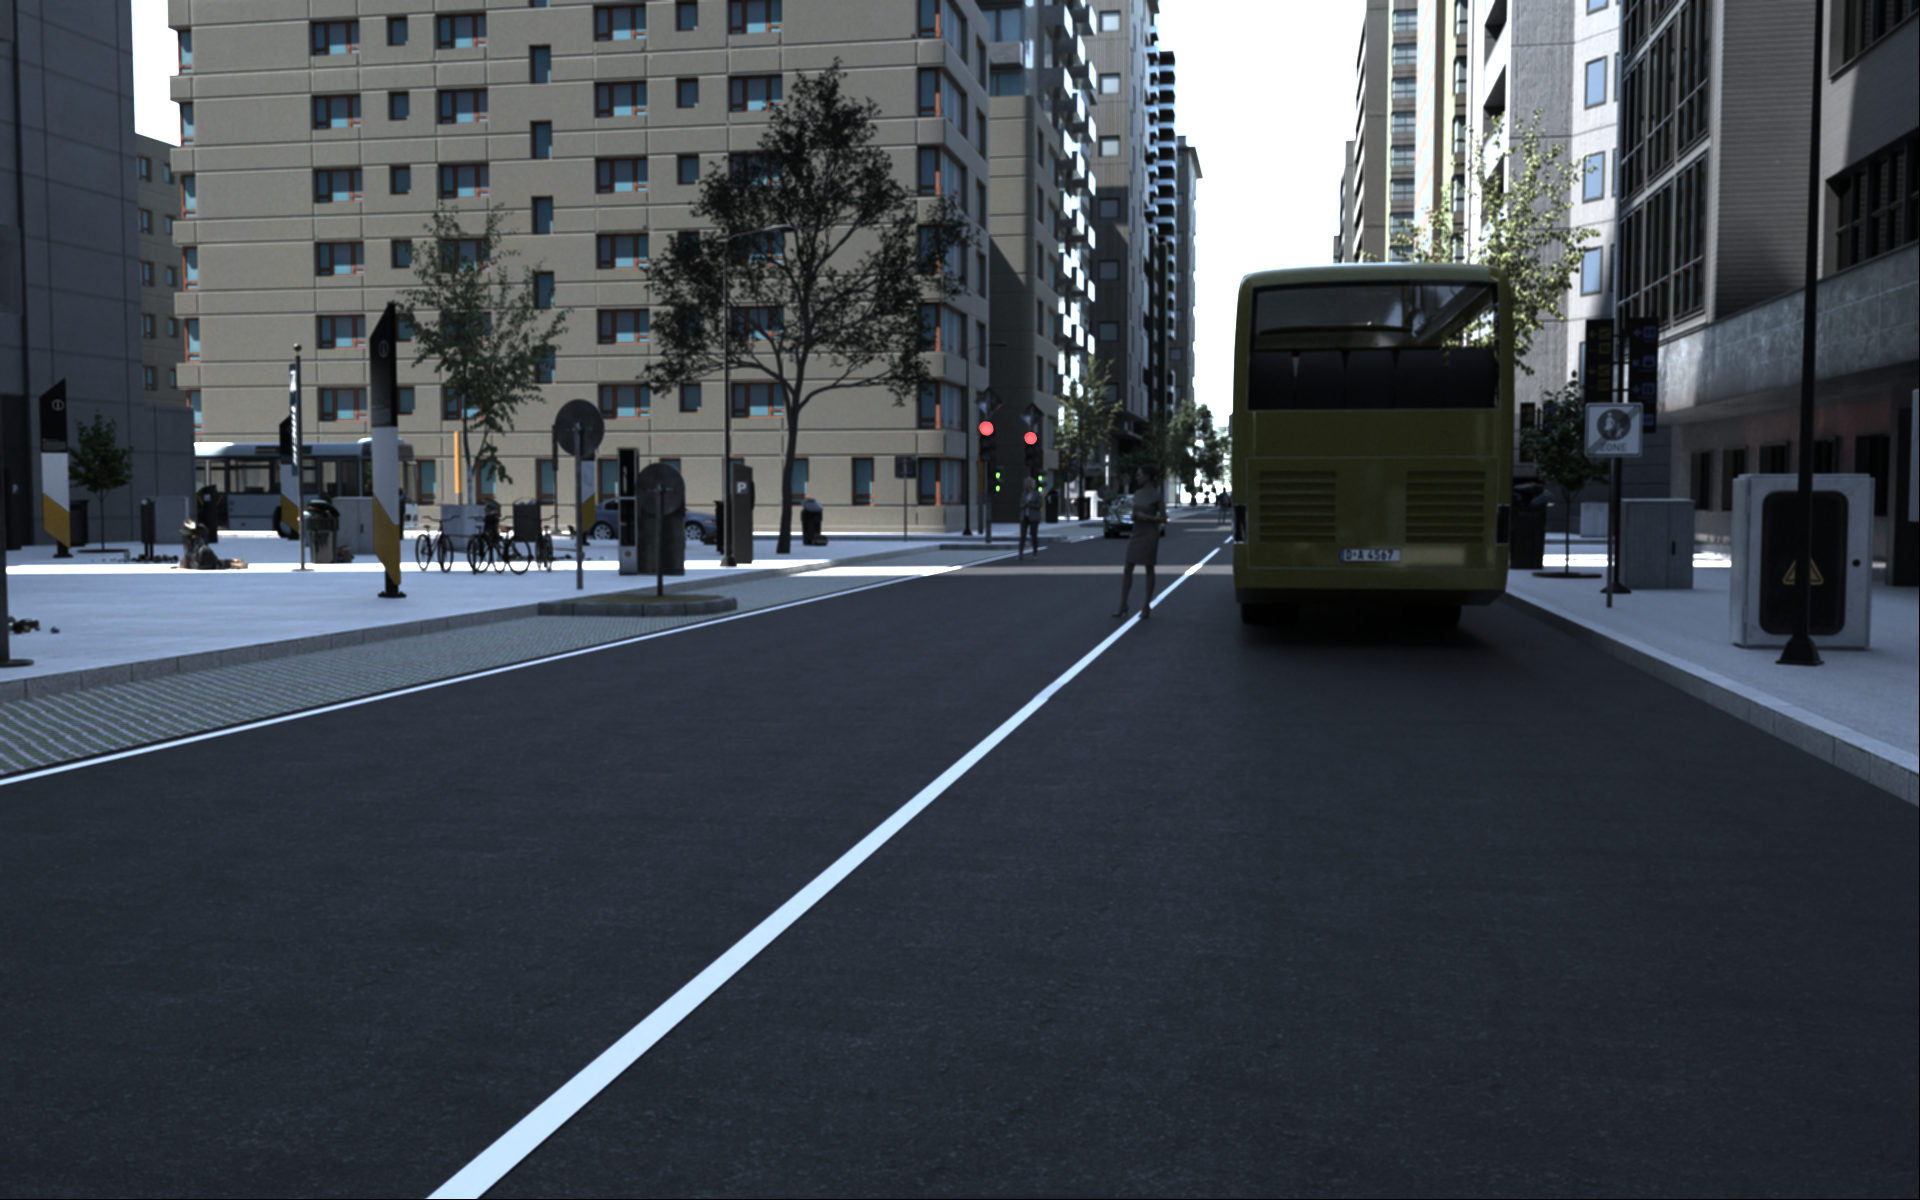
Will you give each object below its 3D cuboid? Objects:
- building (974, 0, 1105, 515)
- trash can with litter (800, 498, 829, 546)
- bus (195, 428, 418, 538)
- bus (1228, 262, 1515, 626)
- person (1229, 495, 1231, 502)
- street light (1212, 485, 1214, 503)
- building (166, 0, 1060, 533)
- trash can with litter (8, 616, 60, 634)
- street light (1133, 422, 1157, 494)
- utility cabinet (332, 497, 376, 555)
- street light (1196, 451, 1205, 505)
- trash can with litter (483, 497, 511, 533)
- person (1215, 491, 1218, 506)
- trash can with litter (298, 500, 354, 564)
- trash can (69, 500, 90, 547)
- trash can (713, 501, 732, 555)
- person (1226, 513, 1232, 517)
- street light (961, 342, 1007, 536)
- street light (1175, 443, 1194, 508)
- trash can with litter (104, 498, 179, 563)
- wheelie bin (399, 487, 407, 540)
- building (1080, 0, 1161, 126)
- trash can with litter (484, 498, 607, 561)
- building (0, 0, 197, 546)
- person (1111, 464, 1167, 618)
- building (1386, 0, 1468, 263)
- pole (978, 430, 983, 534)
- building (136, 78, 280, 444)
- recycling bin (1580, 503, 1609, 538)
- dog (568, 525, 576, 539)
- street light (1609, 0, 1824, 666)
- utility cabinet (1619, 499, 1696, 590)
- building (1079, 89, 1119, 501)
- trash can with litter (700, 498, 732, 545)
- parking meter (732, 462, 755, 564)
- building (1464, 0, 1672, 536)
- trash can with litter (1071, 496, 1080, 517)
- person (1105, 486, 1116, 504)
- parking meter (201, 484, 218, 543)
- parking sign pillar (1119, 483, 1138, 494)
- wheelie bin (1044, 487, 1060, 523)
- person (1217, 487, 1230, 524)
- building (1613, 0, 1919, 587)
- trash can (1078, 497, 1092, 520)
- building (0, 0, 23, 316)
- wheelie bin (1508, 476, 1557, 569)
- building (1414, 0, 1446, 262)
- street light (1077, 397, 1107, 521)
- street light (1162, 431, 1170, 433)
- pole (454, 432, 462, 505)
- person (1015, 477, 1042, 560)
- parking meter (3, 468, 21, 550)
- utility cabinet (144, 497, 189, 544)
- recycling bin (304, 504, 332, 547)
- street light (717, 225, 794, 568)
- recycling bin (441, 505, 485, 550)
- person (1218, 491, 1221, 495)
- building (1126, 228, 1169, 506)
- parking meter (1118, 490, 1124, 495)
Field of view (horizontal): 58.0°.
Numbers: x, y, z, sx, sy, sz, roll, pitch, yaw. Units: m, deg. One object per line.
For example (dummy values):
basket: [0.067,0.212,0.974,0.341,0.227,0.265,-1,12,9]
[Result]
building: [-3.495,-29.897,108.420,23.786,49.044,30.456,1,4,11]
trash can with litter: [-3.566,-1.947,43.218,0.624,1.170,1.055,-2,4,-28]
bus: [-22.639,-3.598,53.689,13.247,3.499,2.948,1,4,12]
bus: [4.758,-1.850,21.796,2.896,3.916,12.252,1,4,9]
person: [19.334,-6.946,121.837,0.659,1.850,0.755,3,4,38]
street light: [30.073,-14.537,210.222,1.470,5.913,1.316,1,4,11]
building: [-11.421,-13.911,72.480,27.650,21.520,28.899,1,4,11]
trash can with litter: [-9.139,-0.288,15.763,1.678,1.210,2.233,0,4,-6]
street light: [11.854,-8.564,112.568,1.470,5.913,1.316,1,4,11]
utility cabinet: [-12.812,-1.569,36.814,1.020,1.237,0.306,1,4,13]
street light: [25.800,-13.134,187.273,1.470,5.913,1.316,1,4,11]
trash can with litter: [-15.231,-2.794,57.077,1.055,1.170,0.624,2,4,32]
person: [27.204,-10.637,183.143,0.721,1.736,1.217,2,4,29]
trash can with litter: [-11.677,-1.259,31.974,0.624,1.170,1.055,1,4,9]
trash can: [-21.627,-1.873,42.279,0.748,1.137,0.748,0,3,0]
trash can: [-4.882,-1.544,36.898,0.748,1.137,0.748,0,3,0]
person: [12.637,-3.951,78.595,0.738,1.151,1.012,-1,4,-18]
street light: [0.760,-4.936,53.245,1.470,5.913,1.316,1,4,11]
street light: [20.282,-11.343,157.994,1.470,5.913,1.316,1,4,11]
trash can with litter: [-15.405,-1.329,32.783,1.678,1.210,2.233,-2,4,-35]
wheelie bin: [-15.923,-2.483,48.512,0.693,1.594,0.980,2,4,27]
building: [4.022,-35.370,167.537,28.713,52.752,27.495,1,4,11]
trash can with litter: [-8.042,-1.386,33.718,2.233,1.210,1.678,0,4,-6]
building: [-33.725,-36.747,39.059,20.611,71.187,20.563,1,4,11]
person: [2.085,-0.687,20.075,0.599,1.781,0.374,3,5,44]
building: [40.858,-27.749,137.289,14.154,41.232,14.086,1,4,11]
pole: [0.665,-3.765,55.408,0.158,3.312,0.155,0,3,0]
building: [-53.975,-14.557,83.046,28.899,21.520,27.650,1,4,11]
recycling bin: [18.652,-2.344,50.874,0.722,1.027,0.722,2,4,26]
dog: [-11.402,-1.976,51.601,0.406,0.507,0.540,1,4,10]
street light: [5.825,-2.476,13.029,1.470,5.913,1.316,1,4,11]
utility cabinet: [9.400,-0.750,23.428,1.020,1.237,0.306,-1,4,-11]
building: [-2.303,-27.546,142.265,32.217,40.220,23.993,1,4,11]
trash can with litter: [-6.095,-1.979,43.745,1.055,1.170,0.624,2,4,28]
parking meter: [-3.953,-1.584,31.615,0.399,1.863,0.255,0,4,0]
building: [32.683,-31.559,57.988,28.212,58.520,21.231,1,4,11]
trash can with litter: [6.443,-5.100,94.773,0.624,1.170,1.055,1,4,10]
person: [6.898,-4.346,79.808,0.600,1.795,0.529,0,4,8]
parking meter: [-19.649,-2.259,45.338,0.372,1.533,0.369,0,3,0]
parking sign pillar: [11.997,-8.244,123.260,1.447,3.967,1.447,1,4,21]
wheelie bin: [4.075,-4.188,76.377,0.693,1.594,0.980,0,4,4]
person: [12.775,-4.599,84.036,0.623,1.781,0.721,0,4,4]
building: [18.719,-12.465,22.870,14.314,24.678,30.058,1,4,11]
trash can: [6.212,-4.570,86.369,0.748,1.137,0.748,0,3,0]
building: [-23.956,-23.827,9.180,23.786,49.044,30.456,1,4,11]
wheelie bin: [9.720,-1.332,29.680,0.980,1.594,0.693,1,4,9]
building: [34.343,-27.612,101.569,14.600,45.320,14.200,1,4,11]
street light: [6.380,-6.777,83.337,1.470,5.913,1.316,1,4,11]
street light: [14.877,-9.537,128.472,1.470,5.913,1.316,1,4,11]
pole: [-16.480,-3.858,56.921,0.158,3.312,0.155,0,3,0]
person: [1.524,-1.774,37.681,0.537,1.800,0.526,2,4,35]
parking meter: [-21.661,-2.068,39.524,0.255,1.863,0.399,0,4,4]
utility cabinet: [-20.228,-2.020,44.185,1.020,1.237,0.306,0,4,-3]
recycling bin: [-15.549,-1.827,42.430,0.722,1.027,0.722,2,4,35]
street light: [-3.546,-3.523,30.138,1.470,5.913,1.316,1,4,11]
recycling bin: [-11.485,-1.681,40.031,0.722,1.027,0.722,2,4,25]
person: [32.147,-12.576,214.208,1.348,1.812,0.705,-3,5,-40]
building: [14.996,-25.432,187.510,14.160,30.474,14.107,1,4,11]
parking meter: [10.279,-6.248,110.559,0.372,1.533,0.369,0,3,0]
